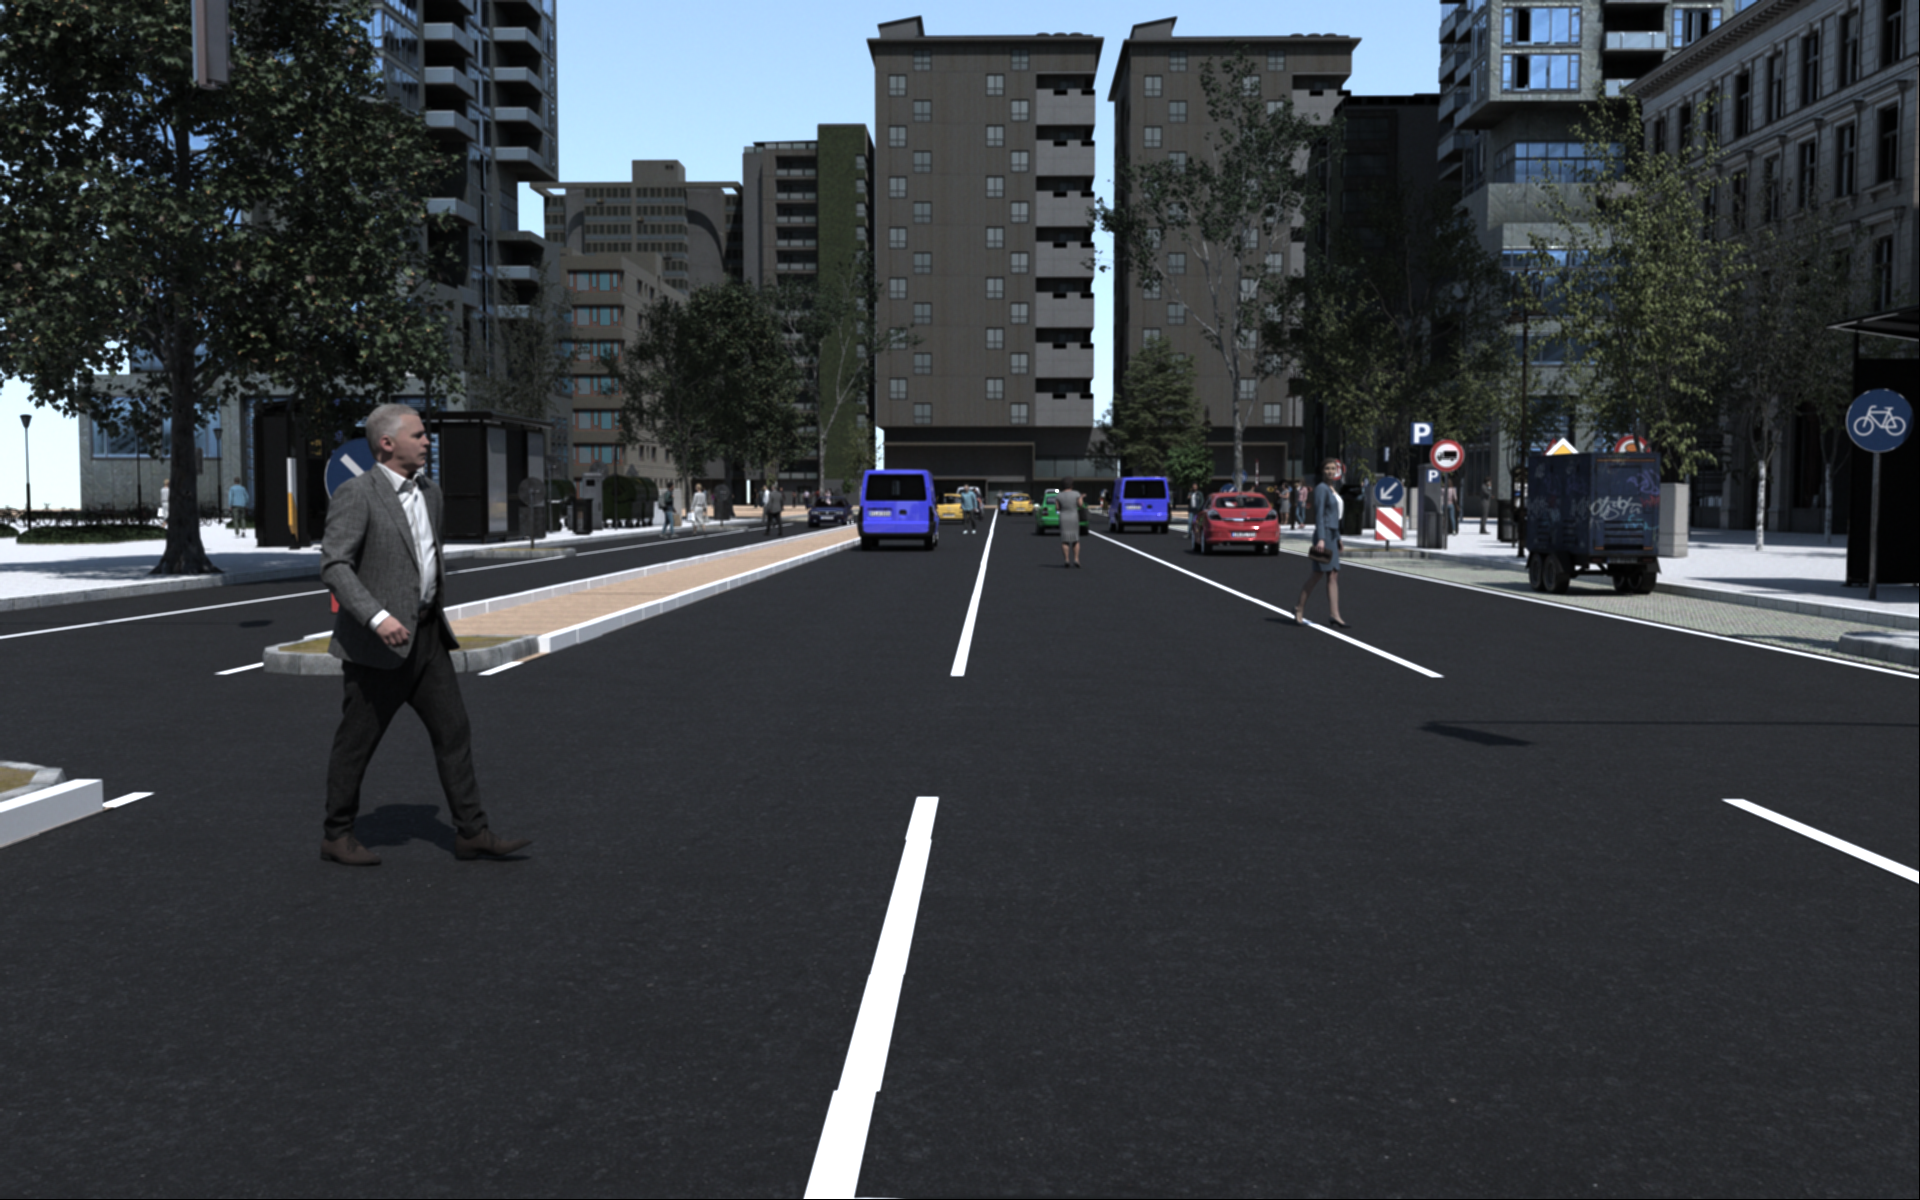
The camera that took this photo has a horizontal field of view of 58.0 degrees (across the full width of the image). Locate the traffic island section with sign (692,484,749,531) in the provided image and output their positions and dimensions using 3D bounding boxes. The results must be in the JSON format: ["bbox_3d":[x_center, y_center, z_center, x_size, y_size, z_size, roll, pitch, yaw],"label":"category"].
[{"bbox_3d":[-9.305,-3.602,67.516,1.989,1.847,2.006,0,4,1],"label":"traffic island section with sign"}]

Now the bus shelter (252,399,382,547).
[{"bbox_3d":[-16.148,-3.271,44.769,1.731,3.624,6.357,0,4,1],"label":"bus shelter"}]

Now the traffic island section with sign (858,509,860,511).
[{"bbox_3d":[-7.519,-8.280,144.000,1.989,1.847,2.006,0,4,1],"label":"traffic island section with sign"}]

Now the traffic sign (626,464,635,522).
[{"bbox_3d":[-14.055,-4.539,74.220,0.884,2.594,0.081,0,4,7],"label":"traffic sign"}]

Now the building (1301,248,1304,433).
[{"bbox_3d":[35.295,-22.713,143.057,14.160,30.474,14.107,0,4,1],"label":"building"}]

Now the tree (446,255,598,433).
[{"bbox_3d":[-13.243,-6.258,52.685,4.360,8.622,3.978,0,3,0],"label":"tree"}]

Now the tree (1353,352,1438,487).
[{"bbox_3d":[21.861,-8.302,86.096,4.360,8.622,3.978,0,3,0],"label":"tree"}]

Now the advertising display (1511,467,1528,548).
[{"bbox_3d":[13.585,-2.200,41.191,0.974,1.923,0.123,-1,4,-9],"label":"advertising display"}]

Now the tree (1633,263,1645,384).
[{"bbox_3d":[21.470,-6.125,50.509,4.360,8.622,3.978,0,3,0],"label":"tree"}]

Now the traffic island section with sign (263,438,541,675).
[{"bbox_3d":[-4.794,-0.399,14.667,2.006,1.907,1.989,0,4,1],"label":"traffic island section with sign"}]

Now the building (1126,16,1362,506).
[{"bbox_3d":[31.614,-37.395,200.650,27.495,52.752,28.713,0,4,1],"label":"building"}]

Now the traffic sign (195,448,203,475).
[{"bbox_3d":[-17.109,-2.224,38.497,0.606,2.300,0.079,0,4,3],"label":"traffic sign"}]

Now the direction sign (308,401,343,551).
[{"bbox_3d":[-14.203,-2.865,38.838,0.379,3.537,0.876,2,4,35],"label":"direction sign"}]

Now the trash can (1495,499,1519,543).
[{"bbox_3d":[14.563,-2.095,45.899,0.748,1.137,0.748,0,3,0],"label":"trash can"}]

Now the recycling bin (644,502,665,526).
[{"bbox_3d":[-12.407,-3.521,70.121,0.722,1.027,0.722,3,5,41],"label":"recycling bin"}]

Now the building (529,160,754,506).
[{"bbox_3d":[-35.658,-31.324,204.027,23.993,40.220,32.217,0,4,1],"label":"building"}]

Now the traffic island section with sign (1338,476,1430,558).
[{"bbox_3d":[9.456,-1.878,39.336,1.989,1.847,2.006,0,4,1],"label":"traffic island section with sign"}]

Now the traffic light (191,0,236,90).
[{"bbox_3d":[-8.728,-2.467,15.003,4.771,5.953,1.251,0,4,1],"label":"traffic light"}]

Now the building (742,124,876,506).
[{"bbox_3d":[-16.834,-31.253,194.584,14.086,41.232,14.154,0,4,1],"label":"building"}]

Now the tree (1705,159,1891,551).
[{"bbox_3d":[18.384,-5.424,39.048,4.360,8.622,3.978,0,3,0],"label":"tree"}]

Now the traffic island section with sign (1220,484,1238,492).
[{"bbox_3d":[10.089,-3.526,66.284,1.989,1.847,2.006,0,4,1],"label":"traffic island section with sign"}]

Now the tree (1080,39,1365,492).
[{"bbox_3d":[11.216,-13.420,75.310,12.611,20.169,13.585,0,3,0],"label":"tree"}]

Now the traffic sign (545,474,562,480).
[{"bbox_3d":[-15.092,-3.904,63.834,0.884,2.594,0.081,0,4,5],"label":"traffic sign"}]

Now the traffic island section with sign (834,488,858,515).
[{"bbox_3d":[-8.144,-6.631,117.052,1.989,1.847,2.006,0,4,1],"label":"traffic island section with sign"}]

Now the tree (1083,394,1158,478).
[{"bbox_3d":[15.132,-13.969,162.811,7.601,10.594,8.767,-1,4,-9],"label":"tree"}]

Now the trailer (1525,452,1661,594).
[{"bbox_3d":[9.103,-1.137,25.640,1.471,1.999,3.904,0,4,0],"label":"trailer"}]

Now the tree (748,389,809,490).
[{"bbox_3d":[-11.172,-9.323,102.787,4.737,8.622,4.395,0,3,0],"label":"tree"}]

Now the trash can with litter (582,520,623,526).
[{"bbox_3d":[-14.542,-3.642,70.600,2.233,1.210,1.678,2,4,31],"label":"trash can with litter"}]

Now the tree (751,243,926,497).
[{"bbox_3d":[-9.386,-16.796,130.505,12.611,20.169,13.585,0,3,0],"label":"tree"}]

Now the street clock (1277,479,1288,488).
[{"bbox_3d":[15.766,-4.901,84.703,0.471,2.002,0.358,-1,4,-17],"label":"street clock"}]

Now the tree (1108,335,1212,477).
[{"bbox_3d":[14.118,-12.592,123.999,7.486,12.596,7.792,0,3,0],"label":"tree"}]

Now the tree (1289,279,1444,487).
[{"bbox_3d":[13.160,-6.602,58.300,4.737,8.622,4.395,0,3,0],"label":"tree"}]

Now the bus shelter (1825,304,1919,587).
[{"bbox_3d":[12.689,-1.809,20.858,1.731,3.624,6.357,0,4,2],"label":"bus shelter"}]

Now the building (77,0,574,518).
[{"bbox_3d":[-36.777,-48.428,104.463,22.319,86.520,31.000,0,4,1],"label":"building"}]

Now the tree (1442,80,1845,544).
[{"bbox_3d":[11.943,-4.899,30.455,4.737,8.622,4.395,0,3,0],"label":"tree"}]

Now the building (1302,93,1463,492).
[{"bbox_3d":[34.159,-21.851,128.969,14.160,30.474,14.107,0,4,1],"label":"building"}]

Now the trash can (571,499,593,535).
[{"bbox_3d":[-11.889,-2.623,54.540,0.748,1.137,0.748,0,3,0],"label":"trash can"}]

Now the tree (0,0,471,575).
[{"bbox_3d":[-12.427,-6.767,27.642,9.611,12.733,9.660,0,3,0],"label":"tree"}]

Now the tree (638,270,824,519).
[{"bbox_3d":[-11.974,-10.530,89.172,9.611,12.733,9.660,0,3,0],"label":"tree"}]

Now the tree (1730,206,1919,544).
[{"bbox_3d":[22.330,-5.735,44.132,4.737,8.622,4.395,0,3,0],"label":"tree"}]

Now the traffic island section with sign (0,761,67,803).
[{"bbox_3d":[-4.977,0.054,7.262,2.006,1.907,1.989,0,4,1],"label":"traffic island section with sign"}]

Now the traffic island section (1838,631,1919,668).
[{"bbox_3d":[8.875,0.464,14.688,2.009,0.180,2.903,0,4,1],"label":"traffic island section"}]

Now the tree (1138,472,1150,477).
[{"bbox_3d":[14.606,-8.689,136.660,1.663,3.219,1.824,0,3,0],"label":"tree"}]

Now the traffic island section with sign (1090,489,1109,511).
[{"bbox_3d":[11.930,-8.335,144.899,1.989,1.847,2.006,0,4,1],"label":"traffic island section with sign"}]

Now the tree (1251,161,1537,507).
[{"bbox_3d":[12.232,-7.045,49.594,8.767,10.594,7.601,2,4,25],"label":"tree"}]

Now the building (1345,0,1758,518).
[{"bbox_3d":[38.093,-48.439,104.649,22.319,86.520,31.000,0,4,1],"label":"building"}]

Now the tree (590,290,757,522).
[{"bbox_3d":[-12.782,-8.876,79.543,7.601,10.594,8.767,1,4,15],"label":"tree"}]

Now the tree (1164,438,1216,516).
[{"bbox_3d":[13.519,-7.210,101.604,4.285,4.588,4.351,0,3,0],"label":"tree"}]

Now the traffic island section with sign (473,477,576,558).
[{"bbox_3d":[-9.952,-1.913,39.908,1.989,1.847,2.006,0,4,1],"label":"traffic island section with sign"}]

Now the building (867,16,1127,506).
[{"bbox_3d":[4.104,-37.375,200.325,27.495,52.752,28.713,0,4,1],"label":"building"}]

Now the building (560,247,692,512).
[{"bbox_3d":[-38.604,-18.031,139.847,28.899,21.520,27.650,0,4,1],"label":"building"}]

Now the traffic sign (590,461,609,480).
[{"bbox_3d":[-13.943,-4.085,66.898,0.768,2.556,0.104,0,4,8],"label":"traffic sign"}]

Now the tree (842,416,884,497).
[{"bbox_3d":[-9.322,-13.049,163.712,4.737,8.622,4.395,0,3,0],"label":"tree"}]

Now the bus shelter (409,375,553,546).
[{"bbox_3d":[-12.830,-4.138,45.281,2.179,5.291,8.768,0,4,1],"label":"bus shelter"}]

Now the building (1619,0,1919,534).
[{"bbox_3d":[32.025,-13.339,68.996,10.553,20.767,40.483,0,4,1],"label":"building"}]

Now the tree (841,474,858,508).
[{"bbox_3d":[-10.450,-10.100,159.741,1.663,3.219,1.824,0,3,0],"label":"tree"}]

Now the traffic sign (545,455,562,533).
[{"bbox_3d":[-13.387,-3.455,56.591,0.768,2.556,0.104,0,4,4],"label":"traffic sign"}]
